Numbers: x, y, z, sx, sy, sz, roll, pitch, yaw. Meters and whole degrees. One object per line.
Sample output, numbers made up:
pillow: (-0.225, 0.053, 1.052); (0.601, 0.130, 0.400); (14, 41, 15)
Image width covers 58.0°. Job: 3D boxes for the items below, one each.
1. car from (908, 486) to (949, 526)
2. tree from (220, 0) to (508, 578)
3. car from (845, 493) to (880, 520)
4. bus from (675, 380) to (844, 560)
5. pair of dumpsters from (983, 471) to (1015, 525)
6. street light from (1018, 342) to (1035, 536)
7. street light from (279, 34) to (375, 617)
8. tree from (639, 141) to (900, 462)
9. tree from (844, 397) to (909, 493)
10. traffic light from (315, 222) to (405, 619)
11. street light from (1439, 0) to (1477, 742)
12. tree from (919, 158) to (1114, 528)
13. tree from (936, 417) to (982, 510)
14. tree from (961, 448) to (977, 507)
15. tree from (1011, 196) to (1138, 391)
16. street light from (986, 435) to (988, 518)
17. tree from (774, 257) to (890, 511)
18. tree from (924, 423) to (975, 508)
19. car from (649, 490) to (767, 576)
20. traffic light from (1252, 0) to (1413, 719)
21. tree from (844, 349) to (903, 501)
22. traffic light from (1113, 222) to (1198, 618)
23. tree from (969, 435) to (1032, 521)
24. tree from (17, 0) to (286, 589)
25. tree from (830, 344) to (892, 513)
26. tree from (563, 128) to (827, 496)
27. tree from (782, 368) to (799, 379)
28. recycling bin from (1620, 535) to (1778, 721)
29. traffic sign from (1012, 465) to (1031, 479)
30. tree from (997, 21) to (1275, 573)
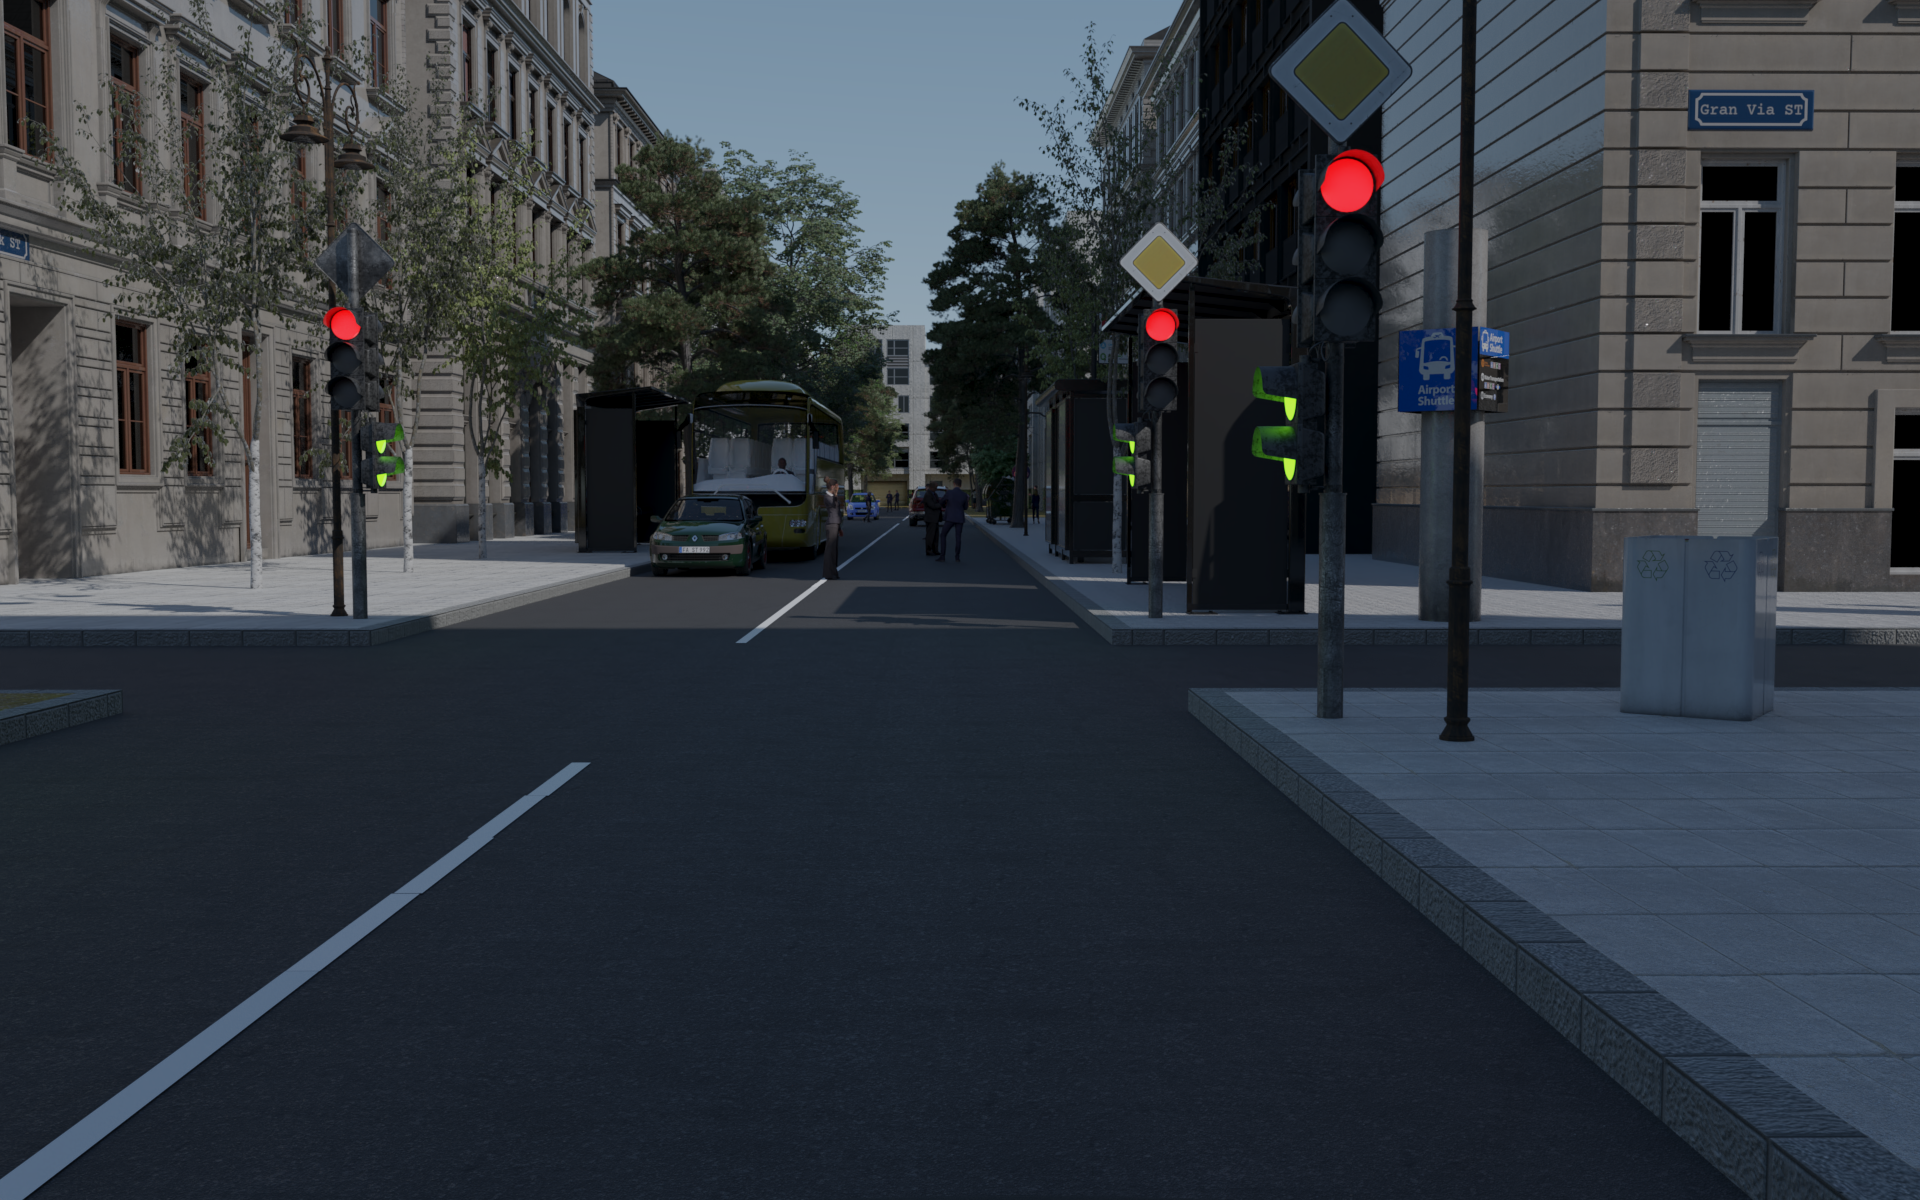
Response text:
car: (-1.258, -4.274, 78.550); (2.281, 1.827, 5.304); (0, 4, 0)
tree: (-9.193, -4.765, 28.275); (4.360, 8.622, 3.978); (0, 3, 0)
car: (-5.385, -5.304, 96.315); (1.945, 1.707, 3.694); (0, 4, -1)
bus: (-4.348, -3.024, 40.990); (2.896, 3.916, 12.252); (0, 4, -1)
pair of dumpsters: (1.809, -4.393, 74.312); (1.574, 2.255, 4.436); (0, 4, -1)
street light: (2.024, -4.905, 52.988); (0.468, 5.910, 1.993); (0, 4, -1)
street light: (-6.532, -2.768, 18.047); (0.468, 5.910, 1.993); (0, 4, -1)
tree: (-7.092, -9.616, 63.875); (9.857, 13.997, 8.962); (0, 3, 0)
tree: (-8.537, -15.042, 164.059); (7.486, 12.596, 7.792); (0, 3, 0)
traffic light: (-6.154, -1.741, 17.707); (0.839, 4.213, 0.868); (0, 4, -1)
street light: (2.595, -2.207, 8.868); (0.468, 5.910, 1.993); (0, 4, -1)
tree: (2.430, -9.669, 65.514); (7.806, 13.903, 7.818); (0, 3, 0)
tree: (1.506, -13.105, 136.317); (6.751, 12.117, 7.091); (0, 3, 0)
tree: (1.454, -14.921, 169.711); (9.928, 11.665, 9.643); (0, 3, 0)
tree: (3.281, -5.652, 42.765); (4.737, 8.622, 4.395); (0, 3, 0)
street light: (1.455, -7.329, 92.620); (0.468, 5.910, 1.993); (0, 4, -1)
tree: (-7.533, -9.152, 75.383); (9.928, 11.665, 9.643); (0, 3, 0)
tree: (0.856, -13.435, 154.080); (7.601, 10.594, 8.767); (2, 4, 25)
car: (-4.549, -1.336, 31.633); (2.009, 1.686, 4.222); (0, 4, 0)
traffic light: (2.108, -1.260, 9.843); (0.839, 4.213, 0.868); (0, 4, -1)
tree: (-9.018, -14.179, 139.249); (7.806, 13.903, 7.818); (0, 3, 0)
traffic light: (2.006, -1.748, 17.827); (0.839, 4.213, 0.868); (0, 4, -1)
tree: (2.007, -6.127, 83.891); (4.285, 4.588, 4.351); (0, 3, 0)
tree: (-9.782, -4.456, 23.224); (4.360, 8.622, 3.978); (0, 3, 0)
tree: (-8.036, -11.923, 117.003); (6.751, 12.117, 7.091); (0, 3, 0)
tree: (-8.072, -7.924, 51.606); (6.751, 12.117, 7.091); (0, 3, 0)
tree: (-9.201, -8.293, 85.958); (4.360, 8.622, 3.978); (0, 3, 0)
recycling bin: (4.360, 0.143, 10.214); (0.722, 1.027, 0.722); (2, 4, 35)
traffic sign: (2.519, -4.355, 71.317); (0.768, 2.556, 0.104); (0, 4, 5)
tree: (2.789, -4.739, 27.844); (4.360, 8.622, 3.978); (0, 3, 0)
